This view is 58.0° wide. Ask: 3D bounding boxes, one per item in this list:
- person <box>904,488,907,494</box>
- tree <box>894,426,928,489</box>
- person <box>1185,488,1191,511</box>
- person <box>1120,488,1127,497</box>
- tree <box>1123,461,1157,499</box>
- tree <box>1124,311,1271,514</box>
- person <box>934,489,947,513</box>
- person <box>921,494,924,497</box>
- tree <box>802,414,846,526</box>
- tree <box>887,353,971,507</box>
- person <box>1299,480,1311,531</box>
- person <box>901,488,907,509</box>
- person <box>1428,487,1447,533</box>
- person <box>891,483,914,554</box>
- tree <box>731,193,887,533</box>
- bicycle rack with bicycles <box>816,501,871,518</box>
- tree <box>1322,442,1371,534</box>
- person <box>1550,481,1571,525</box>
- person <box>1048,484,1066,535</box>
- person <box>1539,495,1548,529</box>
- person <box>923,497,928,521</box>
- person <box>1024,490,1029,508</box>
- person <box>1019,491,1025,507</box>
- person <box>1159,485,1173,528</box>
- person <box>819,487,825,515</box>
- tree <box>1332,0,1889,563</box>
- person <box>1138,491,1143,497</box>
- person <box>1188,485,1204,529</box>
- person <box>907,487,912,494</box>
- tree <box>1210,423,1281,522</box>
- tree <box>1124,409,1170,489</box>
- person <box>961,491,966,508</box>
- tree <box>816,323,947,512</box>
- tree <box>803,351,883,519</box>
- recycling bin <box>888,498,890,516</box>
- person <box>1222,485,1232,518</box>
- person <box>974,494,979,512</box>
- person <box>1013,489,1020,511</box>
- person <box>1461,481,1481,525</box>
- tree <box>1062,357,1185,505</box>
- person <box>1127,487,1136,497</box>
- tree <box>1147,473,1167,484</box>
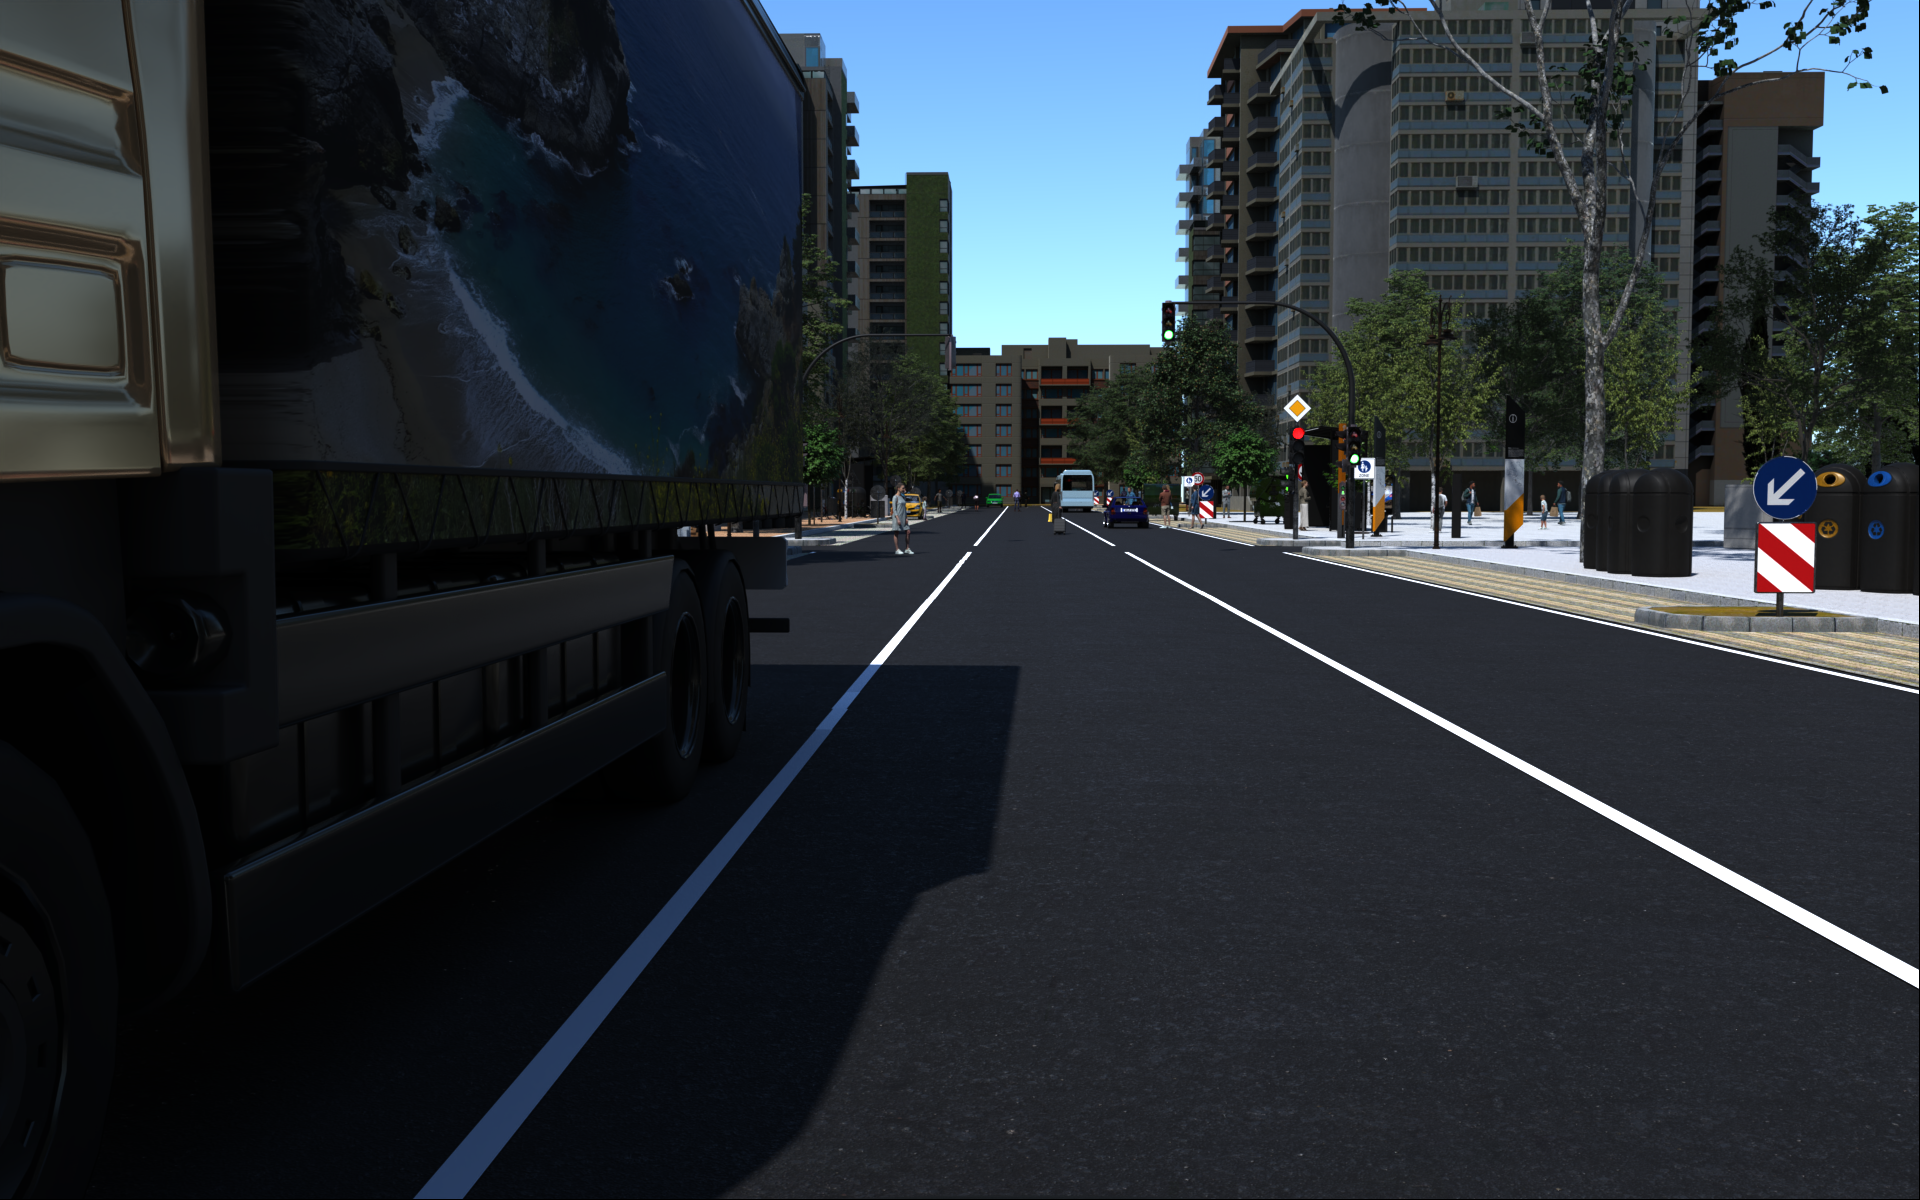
[{"bbox_3d":[-4.243,-7.511,129.653,0.445,1.727,0.742,-3,5,-44],"label":"person"},{"bbox_3d":[-4.410,-12.607,156.480,4.737,8.622,4.395,0,3,0],"label":"tree"},{"bbox_3d":[17.357,-7.631,131.591,0.721,1.735,1.217,-1,4,-10],"label":"person"},{"bbox_3d":[15.455,-9.618,163.170,0.709,1.838,0.599,0,4,0],"label":"person"},{"bbox_3d":[14.745,-9.633,141.219,4.285,4.588,4.351,0,3,0],"label":"tree"},{"bbox_3d":[14.885,-11.728,108.762,9.611,12.733,9.660,0,3,0],"label":"tree"},{"bbox_3d":[-1.541,-7.616,133.023,0.705,1.824,1.348,3,5,44],"label":"person"},{"bbox_3d":[-4.521,-11.192,189.130,1.348,1.812,0.705,2,4,33],"label":"person"},{"bbox_3d":[-6.122,-5.309,70.518,4.285,4.588,4.351,0,3,0],"label":"tree"},{"bbox_3d":[-3.801,-13.566,139.932,7.486,12.596,7.792,0,3,0],"label":"tree"},{"bbox_3d":[12.026,-3.286,60.317,0.362,1.759,0.519,-1,4,-13],"label":"person"},{"bbox_3d":[-2.485,-3.843,71.357,0.620,1.820,0.660,1,4,16],"label":"person"},{"bbox_3d":[15.727,-2.955,56.952,0.503,1.515,0.523,-2,4,-30],"label":"person"},{"bbox_3d":[-1.428,-1.944,41.284,0.522,1.701,0.512,2,4,33],"label":"person"},{"bbox_3d":[-7.416,-8.537,57.702,7.486,12.596,7.792,0,3,0],"label":"tree"},{"bbox_3d":[-6.096,-5.007,95.242,2.925,0.926,2.852,2,4,29],"label":"bicycle rack with bicycles"},{"bbox_3d":[12.826,-3.773,56.288,1.663,3.219,1.824,0,3,0],"label":"tree"},{"bbox_3d":[24.618,-3.976,71.037,0.794,1.824,0.713,-1,4,-19],"label":"person"},{"bbox_3d":[3.438,-3.229,61.506,0.699,1.804,1.509,0,4,7],"label":"person"},{"bbox_3d":[21.141,-3.183,62.775,0.332,1.250,0.352,-1,4,-19],"label":"person"},{"bbox_3d":[-1.865,-4.911,93.075,0.394,1.301,0.425,-2,4,-34],"label":"person"},{"bbox_3d":[6.829,-10.373,177.726,0.705,1.869,1.348,-1,4,-14],"label":"person"},{"bbox_3d":[6.410,-10.861,186.213,1.348,1.807,0.705,-2,4,-25],"label":"person"},{"bbox_3d":[8.664,-3.930,72.726,0.573,1.828,0.580,1,4,18],"label":"person"},{"bbox_3d":[-8.397,-6.050,105.507,0.362,1.759,0.519,0,4,-1],"label":"person"},{"bbox_3d":[10.743,-10.701,30.858,12.611,20.169,13.585,0,3,0],"label":"tree"},{"bbox_3d":[18.564,-10.555,178.602,1.348,1.826,0.705,0,4,-4],"label":"person"},{"bbox_3d":[9.656,-3.813,70.874,0.654,1.822,0.581,2,4,33],"label":"person"},{"bbox_3d":[-3.904,-8.136,139.059,1.348,1.826,0.705,1,4,9],"label":"person"},{"bbox_3d":[12.983,-5.850,79.368,4.285,4.588,4.351,0,3,0],"label":"tree"},{"bbox_3d":[13.952,-10.493,121.915,4.737,8.622,4.395,0,3,0],"label":"tree"},{"bbox_3d":[0.328,-9.911,171.471,0.541,1.710,0.530,2,4,30],"label":"person"},{"bbox_3d":[-5.395,-13.042,123.610,12.009,13.543,11.850,0,3,0],"label":"tree"},{"bbox_3d":[-5.931,-8.512,89.527,4.360,8.622,3.978,0,3,0],"label":"tree"},{"bbox_3d":[-4.597,-5.518,102.780,0.722,1.027,0.722,1,4,20],"label":"recycling bin"},{"bbox_3d":[14.233,-5.267,92.333,0.511,1.800,0.466,-1,4,-17],"label":"person"},{"bbox_3d":[1.367,-7.989,142.308,0.628,1.438,0.799,-3,5,-41],"label":"person"},{"bbox_3d":[4.743,-8.208,142.566,0.709,1.838,0.599,1,4,22],"label":"person"},{"bbox_3d":[21.207,-4.019,71.742,0.794,1.824,0.713,-1,4,-10],"label":"person"},{"bbox_3d":[16.286,-15.585,161.467,9.857,13.997,8.962,0,3,0],"label":"tree"},{"bbox_3d":[8.360,-4.634,84.605,0.444,1.785,0.601,-2,4,-34],"label":"person"},{"bbox_3d":[14.675,-8.219,128.986,1.663,3.219,1.824,0,3,0],"label":"tree"}]
